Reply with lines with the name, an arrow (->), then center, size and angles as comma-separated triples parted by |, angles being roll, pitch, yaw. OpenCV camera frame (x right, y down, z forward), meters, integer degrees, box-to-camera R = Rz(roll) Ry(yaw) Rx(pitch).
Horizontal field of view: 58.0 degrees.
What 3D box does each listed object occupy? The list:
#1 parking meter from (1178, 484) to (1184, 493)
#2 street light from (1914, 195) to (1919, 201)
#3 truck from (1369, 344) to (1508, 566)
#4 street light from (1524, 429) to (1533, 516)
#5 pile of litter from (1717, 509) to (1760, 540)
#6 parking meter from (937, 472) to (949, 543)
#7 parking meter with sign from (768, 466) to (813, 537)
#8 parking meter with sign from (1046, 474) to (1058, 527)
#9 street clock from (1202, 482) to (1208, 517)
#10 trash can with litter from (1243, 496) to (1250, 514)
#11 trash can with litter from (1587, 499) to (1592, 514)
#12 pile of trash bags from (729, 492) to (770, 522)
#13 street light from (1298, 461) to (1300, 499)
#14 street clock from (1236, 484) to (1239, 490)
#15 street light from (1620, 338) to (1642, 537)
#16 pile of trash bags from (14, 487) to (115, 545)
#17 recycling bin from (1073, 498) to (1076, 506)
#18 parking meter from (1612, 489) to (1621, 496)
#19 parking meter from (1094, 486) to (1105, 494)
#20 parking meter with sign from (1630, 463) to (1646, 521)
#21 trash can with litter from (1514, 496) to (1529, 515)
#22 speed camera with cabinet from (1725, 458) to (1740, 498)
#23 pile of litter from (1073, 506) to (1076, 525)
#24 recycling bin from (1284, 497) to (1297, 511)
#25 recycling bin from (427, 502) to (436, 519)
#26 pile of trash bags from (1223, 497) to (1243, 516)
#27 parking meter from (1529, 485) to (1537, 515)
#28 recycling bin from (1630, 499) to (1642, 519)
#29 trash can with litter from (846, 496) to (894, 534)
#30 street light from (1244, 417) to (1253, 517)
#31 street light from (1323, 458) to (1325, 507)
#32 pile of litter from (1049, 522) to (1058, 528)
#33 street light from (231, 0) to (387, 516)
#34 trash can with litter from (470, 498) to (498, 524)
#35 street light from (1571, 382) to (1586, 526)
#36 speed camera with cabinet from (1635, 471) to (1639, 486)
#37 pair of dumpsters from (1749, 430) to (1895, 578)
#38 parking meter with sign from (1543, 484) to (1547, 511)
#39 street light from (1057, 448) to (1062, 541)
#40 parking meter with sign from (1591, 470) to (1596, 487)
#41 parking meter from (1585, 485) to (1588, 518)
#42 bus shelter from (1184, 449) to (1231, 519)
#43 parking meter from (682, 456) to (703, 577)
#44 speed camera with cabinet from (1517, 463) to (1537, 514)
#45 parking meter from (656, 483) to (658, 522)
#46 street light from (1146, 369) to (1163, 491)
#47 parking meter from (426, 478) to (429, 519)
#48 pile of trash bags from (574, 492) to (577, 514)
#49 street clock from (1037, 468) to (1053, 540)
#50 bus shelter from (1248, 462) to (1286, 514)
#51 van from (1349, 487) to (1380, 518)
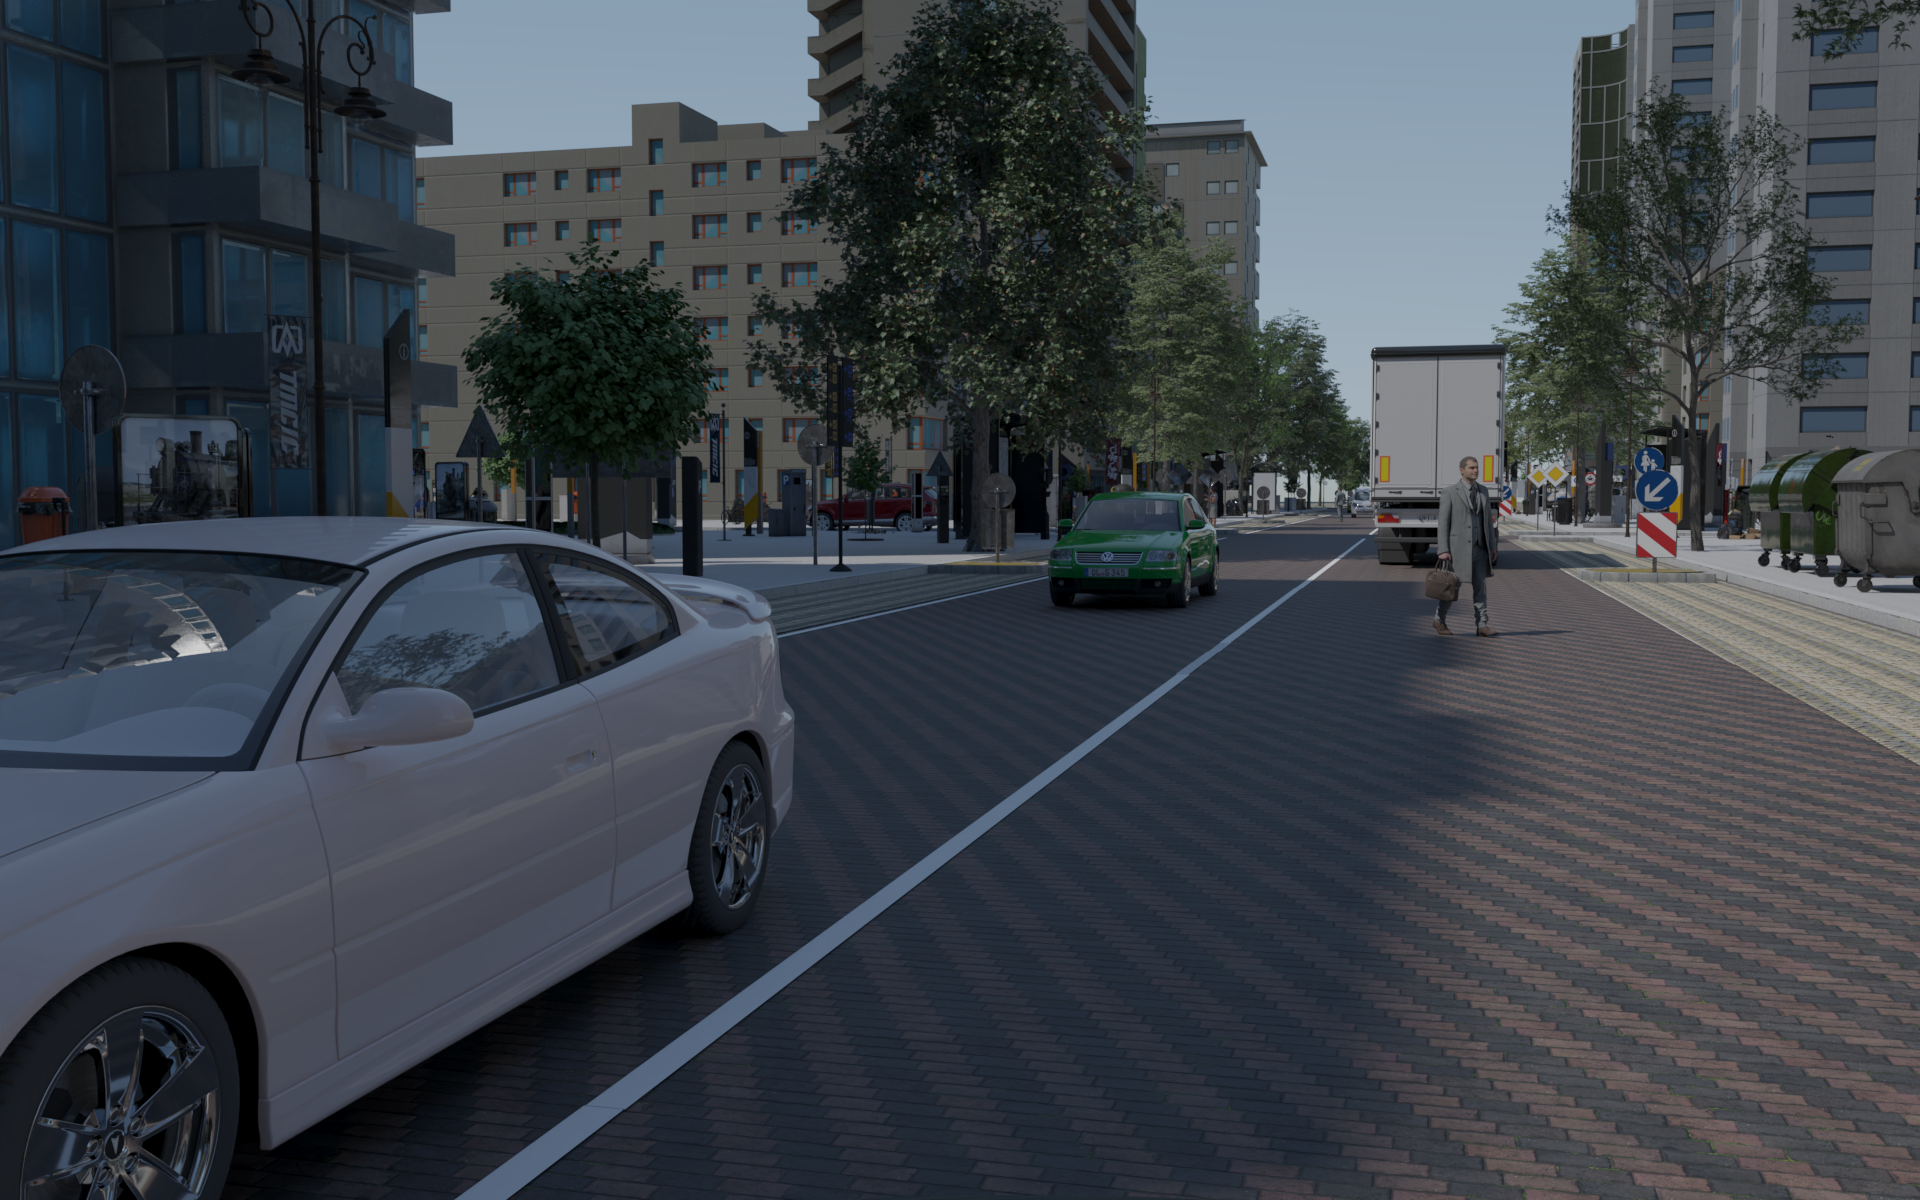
parking meter -> 11.772, -5.260, 91.710 | 0.255, 1.863, 0.399 | -3, 5, -45
street light -> 11.441, -2.890, 20.047 | 0.468, 5.910, 1.993 | 1, 4, 15
truck -> 10.609, -3.005, 38.053 | 2.839, 4.237, 11.283 | 1, 4, 17
street light -> 32.940, -7.807, 100.430 | 0.468, 5.910, 1.993 | 1, 4, 15
pile of litter -> 22.298, -2.158, 49.256 | 1.719, 0.858, 1.176 | -1, 4, -12
parking meter -> -0.442, -2.415, 45.192 | 0.255, 1.863, 0.399 | -1, 4, -14
parking meter with sign -> -5.062, -3.443, 52.547 | 0.543, 3.016, 1.738 | 3, 5, 41
parking meter with sign -> 3.461, -4.313, 66.771 | 1.738, 3.016, 0.543 | 1, 4, 12
street clock -> 11.919, -4.870, 84.190 | 0.358, 2.002, 0.471 | 0, 4, 8
trash can with litter -> 18.378, -6.175, 112.347 | 0.624, 1.170, 1.055 | 2, 4, 29
trash can with litter -> 40.327, -6.096, 111.057 | 1.055, 1.170, 0.624 | 2, 4, 27
pile of trash bags -> -9.474, -4.273, 79.609 | 1.912, 1.369, 3.447 | 0, 4, 8
street light -> 27.062, -10.113, 138.136 | 0.468, 5.910, 1.993 | 1, 4, 15
street clock -> 20.662, -7.566, 128.273 | 0.358, 2.002, 0.471 | 3, 5, 44
street light -> 19.870, -4.807, 51.380 | 0.468, 5.910, 1.993 | 1, 4, 15
pile of trash bags -> -10.653, -0.761, 22.201 | 1.912, 1.369, 3.447 | 1, 4, 13
recycling bin -> 7.101, -6.034, 111.209 | 0.722, 1.027, 0.722 | 0, 4, -1
parking meter -> 30.346, -4.385, 80.113 | 0.372, 1.533, 0.369 | 0, 3, 0
parking meter -> 4.452, -2.879, 55.484 | 0.372, 1.533, 0.369 | 0, 3, 0
parking meter with sign -> 33.273, -5.335, 83.489 | 1.738, 3.016, 0.543 | 1, 4, 19
trash can with litter -> 35.242, -5.930, 108.345 | 1.055, 1.170, 0.624 | 0, 4, 1
speed camera with cabinet -> 43.197, -6.171, 95.234 | 2.038, 3.252, 0.660 | 2, 4, 33
pile of litter -> 4.689, -3.648, 73.606 | 1.176, 0.858, 1.719 | 0, 4, 4
recycling bin -> 25.782, -7.501, 135.195 | 0.722, 1.027, 0.722 | 3, 5, 43
recycling bin -> -16.529, -2.596, 55.001 | 0.722, 1.027, 0.722 | -2, 4, -33
pile of trash bags -> 14.865, -5.579, 100.969 | 1.912, 1.369, 3.447 | -3, 5, -44
parking meter -> 35.185, -6.157, 106.384 | 0.399, 1.863, 0.255 | 2, 4, 24
recycling bin -> 34.499, -4.629, 88.241 | 0.722, 1.027, 0.722 | 0, 4, 5
trash can with litter -> -2.943, -2.773, 56.398 | 1.678, 1.210, 2.233 | -1, 4, -12
street light -> 15.949, -7.544, 96.131 | 0.468, 5.910, 1.993 | 1, 4, 15
street light -> 35.894, -12.112, 170.813 | 0.468, 5.910, 1.993 | 1, 4, 15
pile of litter -> 2.901, -3.117, 64.933 | 1.719, 0.858, 1.176 | 1, 4, 15
street light -> -5.743, -2.611, 15.479 | 0.468, 5.910, 1.993 | 1, 4, 15
trash can with litter -> -11.654, -1.940, 43.114 | 0.624, 1.170, 1.055 | -3, 4, -39
street light -> 24.396, -5.850, 68.433 | 0.468, 5.910, 1.993 | 1, 4, 15
speed camera with cabinet -> 47.499, -7.658, 119.542 | 0.660, 3.252, 2.038 | -3, 4, -38
pair of dumpsters -> 14.184, -1.586, 28.426 | 1.574, 2.255, 4.437 | 1, 4, 15
parking meter with sign -> 44.302, -8.289, 131.790 | 1.738, 3.016, 0.543 | 2, 4, 25
street light -> 2.701, -4.527, 46.809 | 0.468, 5.910, 1.993 | 1, 4, 15
parking meter with sign -> 45.476, -7.836, 124.374 | 0.543, 3.016, 1.738 | 3, 4, 36
parking meter -> 33.147, -5.284, 92.110 | 0.399, 1.863, 0.255 | -1, 4, -11
bus shelter -> 13.282, -6.212, 92.850 | 1.731, 3.624, 6.357 | 1, 4, 15
parking meter -> -4.168, -1.301, 26.977 | 0.255, 1.863, 0.399 | 0, 4, 4
speed camera with cabinet -> 36.469, -7.125, 110.828 | 2.038, 3.252, 0.660 | -3, 5, -40
parking meter -> -13.872, -4.562, 80.295 | 0.399, 1.863, 0.255 | 2, 4, 31
street light -> 7.177, -5.571, 63.876 | 0.468, 5.910, 1.993 | 1, 4, 15
parking meter -> -16.863, -2.970, 54.264 | 0.399, 1.863, 0.255 | -1, 4, -22
pile of trash bags -> -25.892, -6.751, 120.137 | 1.912, 1.369, 3.447 | 2, 4, 33
street clock -> 2.400, -2.704, 48.775 | 0.358, 2.002, 0.471 | 3, 4, 36
bus shelter -> 19.912, -7.248, 112.425 | 2.014, 3.302, 5.546 | 1, 4, 15
van -> 24.641, -6.004, 105.183 | 2.013, 2.044, 4.112 | 1, 4, 14
